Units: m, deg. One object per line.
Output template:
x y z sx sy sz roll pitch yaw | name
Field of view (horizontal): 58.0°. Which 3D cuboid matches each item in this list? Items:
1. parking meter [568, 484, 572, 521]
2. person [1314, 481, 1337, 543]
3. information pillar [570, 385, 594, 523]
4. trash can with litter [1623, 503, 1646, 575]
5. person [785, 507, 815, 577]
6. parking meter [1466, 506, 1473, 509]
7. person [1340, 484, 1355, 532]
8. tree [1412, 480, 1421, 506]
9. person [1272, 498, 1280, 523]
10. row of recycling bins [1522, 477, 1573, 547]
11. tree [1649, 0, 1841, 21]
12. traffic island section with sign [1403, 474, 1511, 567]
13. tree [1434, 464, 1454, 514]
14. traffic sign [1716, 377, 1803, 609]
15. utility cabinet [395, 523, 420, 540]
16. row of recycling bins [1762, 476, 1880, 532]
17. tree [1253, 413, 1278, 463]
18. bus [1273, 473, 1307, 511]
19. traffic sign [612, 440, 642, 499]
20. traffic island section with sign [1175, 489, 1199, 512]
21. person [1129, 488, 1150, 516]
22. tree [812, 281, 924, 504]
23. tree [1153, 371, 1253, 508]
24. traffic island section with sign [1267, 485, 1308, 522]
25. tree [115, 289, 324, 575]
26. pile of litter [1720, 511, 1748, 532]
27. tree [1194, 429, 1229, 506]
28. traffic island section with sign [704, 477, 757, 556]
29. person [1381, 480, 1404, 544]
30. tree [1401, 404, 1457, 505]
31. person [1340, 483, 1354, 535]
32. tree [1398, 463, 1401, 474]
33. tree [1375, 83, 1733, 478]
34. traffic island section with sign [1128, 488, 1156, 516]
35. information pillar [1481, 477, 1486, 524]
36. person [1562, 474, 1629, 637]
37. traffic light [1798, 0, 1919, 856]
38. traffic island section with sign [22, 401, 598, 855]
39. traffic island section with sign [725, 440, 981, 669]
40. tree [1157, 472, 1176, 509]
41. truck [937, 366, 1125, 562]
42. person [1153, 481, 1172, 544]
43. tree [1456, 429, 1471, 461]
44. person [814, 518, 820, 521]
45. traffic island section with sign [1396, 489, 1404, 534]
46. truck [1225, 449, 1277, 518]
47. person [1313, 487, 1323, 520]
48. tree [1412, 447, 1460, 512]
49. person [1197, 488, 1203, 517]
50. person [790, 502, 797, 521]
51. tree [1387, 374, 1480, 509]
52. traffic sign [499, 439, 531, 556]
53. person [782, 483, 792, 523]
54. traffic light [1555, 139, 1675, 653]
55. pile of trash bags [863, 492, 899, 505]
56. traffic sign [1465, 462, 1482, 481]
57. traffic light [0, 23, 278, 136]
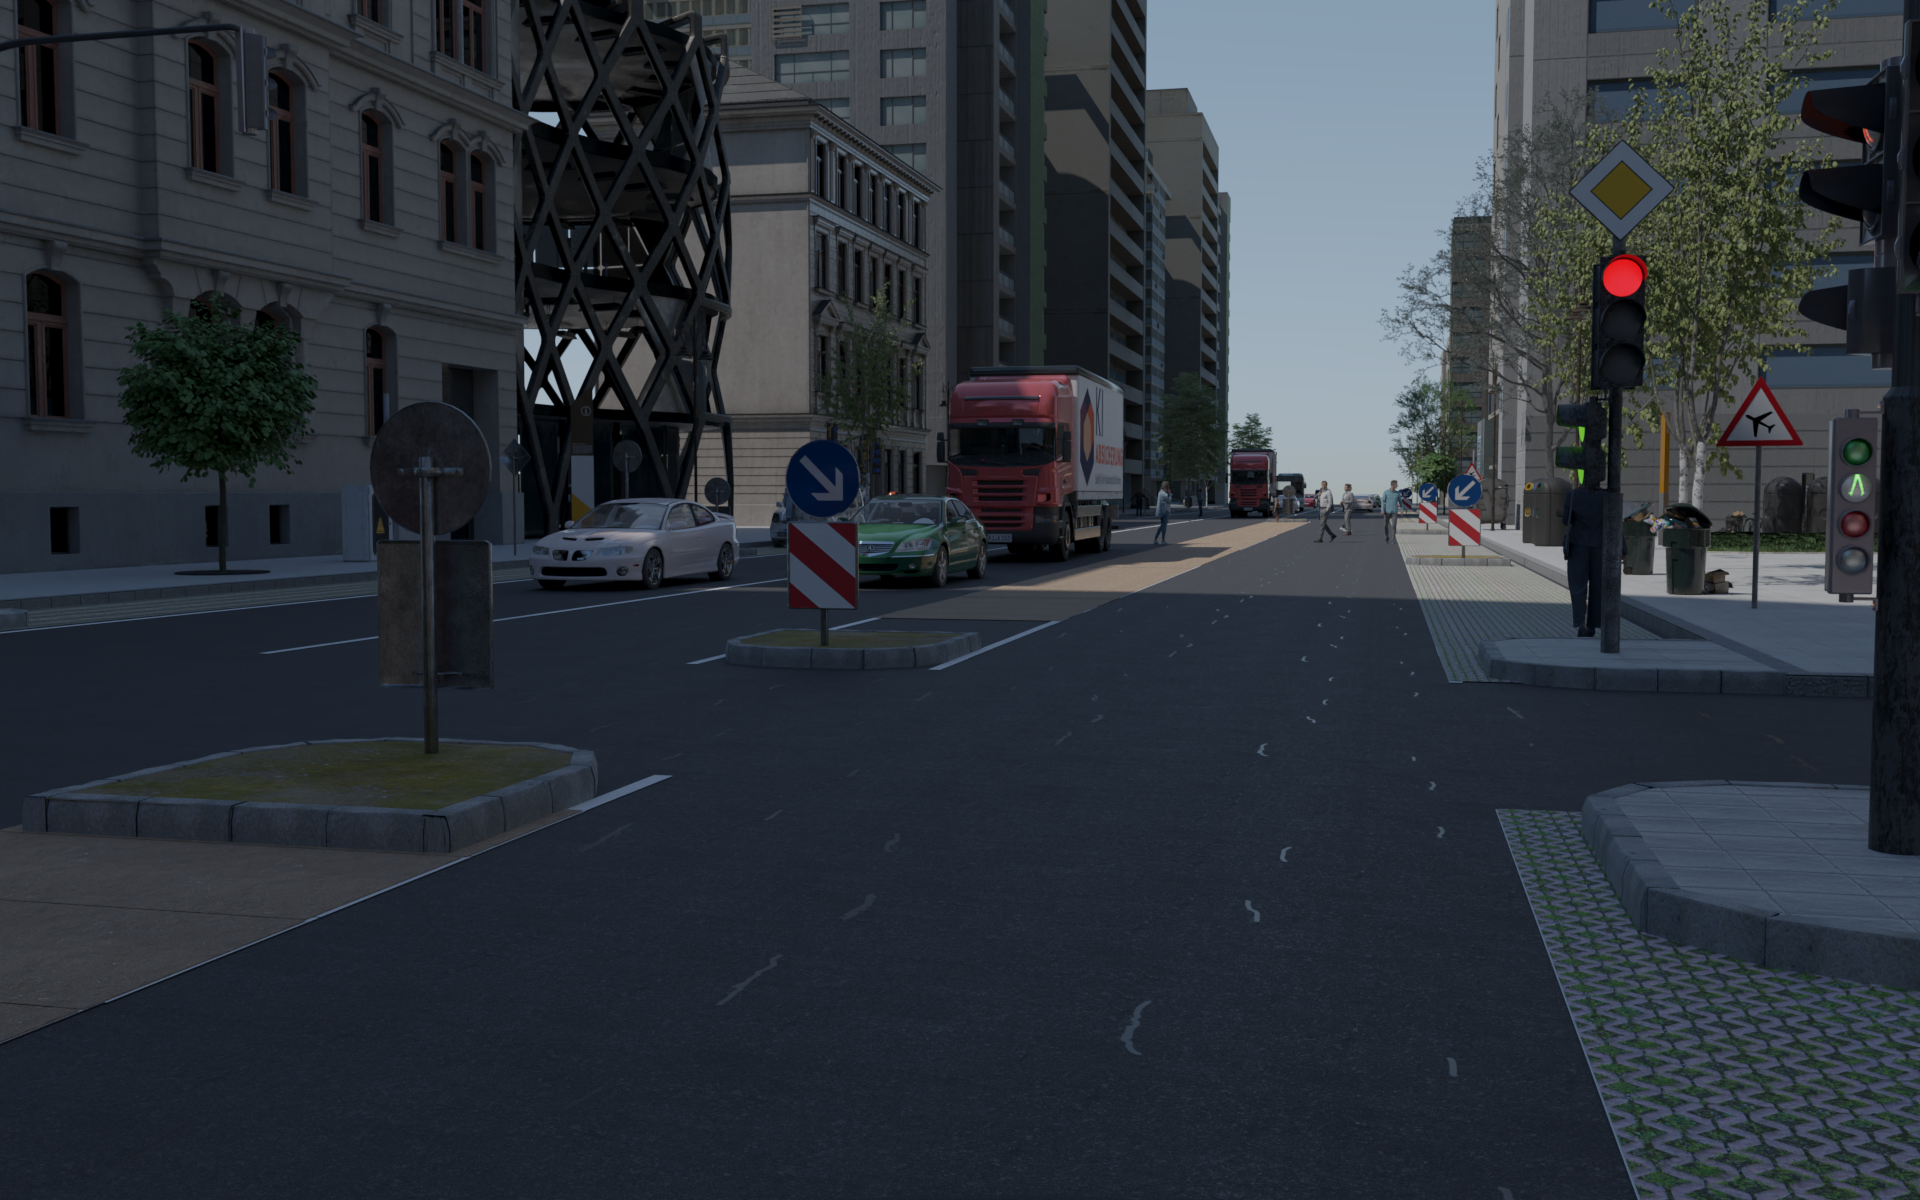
-9.304 -2.056 42.019 0.372 1.533 0.369 0 3 0 | parking meter
10.822 -2.616 51.378 0.850 1.850 0.679 -1 4 -21 | person
-8.134 -2.815 37.387 0.504 3.616 0.183 -1 4 -15 | information pillar
10.553 -0.991 27.589 1.055 1.170 0.624 2 4 24 | trash can with litter
-2.563 -1.178 28.112 0.624 1.780 0.694 -1 4 -17 | person
20.021 -3.658 68.214 0.372 1.533 0.369 0 3 0 | parking meter
14.833 -3.544 66.456 0.620 1.820 0.660 3 4 38 | person
51.185 -12.113 192.650 1.663 3.219 1.824 0 3 0 | tree
15.792 -4.488 86.552 0.373 1.253 0.362 2 4 31 | person
14.881 -2.242 43.765 1.069 1.692 3.534 1 4 12 | row of recycling bins
10.266 -4.512 24.141 4.737 8.622 4.395 0 3 0 | tree
10.090 -1.622 35.152 1.989 1.847 2.006 1 4 14 | traffic island section with sign
31.271 -7.126 111.110 1.663 3.219 1.824 0 3 0 | tree
8.907 -1.183 19.342 0.884 2.594 0.081 1 4 22 | traffic sign
-11.719 -1.557 36.612 0.306 1.237 1.020 1 4 13 | utility cabinet
20.634 -2.030 40.302 3.534 1.692 1.069 1 4 15 | row of recycling bins
40.537 -19.789 241.675 7.486 12.596 7.792 0 3 0 | tree
27.983 -9.318 147.215 2.948 3.499 13.247 1 4 12 | bus
-7.880 -2.498 40.944 0.768 2.556 0.104 1 4 18 | traffic sign
18.654 -8.102 141.103 1.989 1.847 2.006 1 4 14 | traffic island section with sign
11.587 -6.325 111.931 1.348 1.821 0.705 0 4 -5 | person
-3.272 -6.750 60.724 4.737 8.622 4.395 0 3 0 | tree
21.466 -14.834 160.660 7.486 12.596 7.792 0 3 0 | tree
16.709 -4.898 88.218 2.006 1.907 1.989 1 4 14 | traffic island section with sign
-11.897 -2.695 27.771 4.285 4.588 4.351 0 3 0 | tree
19.796 -1.874 44.610 1.176 0.858 1.719 -1 4 -9 | pile of litter
25.741 -14.047 180.024 4.360 8.622 3.978 0 3 0 | tree
-5.818 -1.936 40.275 1.989 1.847 2.006 1 4 14 | traffic island section with sign
12.534 -2.559 50.206 0.638 1.841 0.748 1 4 16 | person
39.027 -11.655 140.920 4.737 8.622 4.395 0 3 0 | tree
13.402 -3.153 60.246 0.583 1.804 0.606 -1 4 -21 | person
44.992 -13.341 168.492 4.737 8.622 4.395 0 3 0 | tree
17.736 -8.629 51.448 12.009 13.543 11.850 0 3 0 | tree
12.294 -6.500 114.906 1.989 1.847 2.006 1 4 14 | traffic island section with sign
22.180 -4.241 73.829 0.304 2.012 0.304 -3 5 -44 | information pillar
6.107 -0.478 16.729 0.576 1.772 0.534 0 4 -5 | person
1.308 -1.947 6.504 4.771 5.953 1.251 1 4 14 | traffic light
-2.761 0.009 7.993 2.006 1.907 1.989 1 4 14 | traffic island section with sign
-1.005 -0.431 15.189 2.006 1.907 1.989 1 4 14 | traffic island section with sign
18.278 -9.706 153.292 1.663 3.219 1.824 0 3 0 | tree
1.887 -3.141 40.268 2.839 4.237 11.283 1 4 12 | truck
5.776 -2.482 49.353 0.793 1.790 0.793 3 5 44 | person
14.550 -5.441 39.317 4.737 8.622 4.395 0 3 0 | tree
-2.975 -1.635 35.802 0.524 1.755 0.480 3 4 36 | person
16.504 -3.239 61.587 1.989 1.847 2.006 1 4 14 | traffic island section with sign
18.479 -7.356 109.182 2.839 4.237 11.283 1 4 13 | truck
20.246 -5.404 96.945 0.705 1.814 1.350 -3 5 -39 | person
33.711 -8.491 122.548 4.285 4.588 4.351 0 3 0 | tree
15.334 -6.241 110.622 0.705 1.814 1.350 0 3 0 | person
-3.114 -1.576 34.395 0.709 1.813 0.853 2 4 26 | person
40.762 -13.668 149.228 9.928 11.665 9.643 0 3 0 | tree
-9.274 -2.132 36.051 0.795 2.450 0.064 1 4 22 | traffic sign
-4.155 -2.134 43.649 0.793 1.790 0.793 0 4 8 | person
5.246 -1.528 13.912 0.839 4.253 0.868 1 4 14 | traffic light
-3.207 -3.467 66.444 1.912 1.369 3.447 2 4 25 | pile of trash bags
20.882 -4.326 70.732 0.884 2.594 0.081 1 4 14 | traffic sign
-9.140 -2.614 17.411 4.771 5.953 1.251 1 4 14 | traffic light
